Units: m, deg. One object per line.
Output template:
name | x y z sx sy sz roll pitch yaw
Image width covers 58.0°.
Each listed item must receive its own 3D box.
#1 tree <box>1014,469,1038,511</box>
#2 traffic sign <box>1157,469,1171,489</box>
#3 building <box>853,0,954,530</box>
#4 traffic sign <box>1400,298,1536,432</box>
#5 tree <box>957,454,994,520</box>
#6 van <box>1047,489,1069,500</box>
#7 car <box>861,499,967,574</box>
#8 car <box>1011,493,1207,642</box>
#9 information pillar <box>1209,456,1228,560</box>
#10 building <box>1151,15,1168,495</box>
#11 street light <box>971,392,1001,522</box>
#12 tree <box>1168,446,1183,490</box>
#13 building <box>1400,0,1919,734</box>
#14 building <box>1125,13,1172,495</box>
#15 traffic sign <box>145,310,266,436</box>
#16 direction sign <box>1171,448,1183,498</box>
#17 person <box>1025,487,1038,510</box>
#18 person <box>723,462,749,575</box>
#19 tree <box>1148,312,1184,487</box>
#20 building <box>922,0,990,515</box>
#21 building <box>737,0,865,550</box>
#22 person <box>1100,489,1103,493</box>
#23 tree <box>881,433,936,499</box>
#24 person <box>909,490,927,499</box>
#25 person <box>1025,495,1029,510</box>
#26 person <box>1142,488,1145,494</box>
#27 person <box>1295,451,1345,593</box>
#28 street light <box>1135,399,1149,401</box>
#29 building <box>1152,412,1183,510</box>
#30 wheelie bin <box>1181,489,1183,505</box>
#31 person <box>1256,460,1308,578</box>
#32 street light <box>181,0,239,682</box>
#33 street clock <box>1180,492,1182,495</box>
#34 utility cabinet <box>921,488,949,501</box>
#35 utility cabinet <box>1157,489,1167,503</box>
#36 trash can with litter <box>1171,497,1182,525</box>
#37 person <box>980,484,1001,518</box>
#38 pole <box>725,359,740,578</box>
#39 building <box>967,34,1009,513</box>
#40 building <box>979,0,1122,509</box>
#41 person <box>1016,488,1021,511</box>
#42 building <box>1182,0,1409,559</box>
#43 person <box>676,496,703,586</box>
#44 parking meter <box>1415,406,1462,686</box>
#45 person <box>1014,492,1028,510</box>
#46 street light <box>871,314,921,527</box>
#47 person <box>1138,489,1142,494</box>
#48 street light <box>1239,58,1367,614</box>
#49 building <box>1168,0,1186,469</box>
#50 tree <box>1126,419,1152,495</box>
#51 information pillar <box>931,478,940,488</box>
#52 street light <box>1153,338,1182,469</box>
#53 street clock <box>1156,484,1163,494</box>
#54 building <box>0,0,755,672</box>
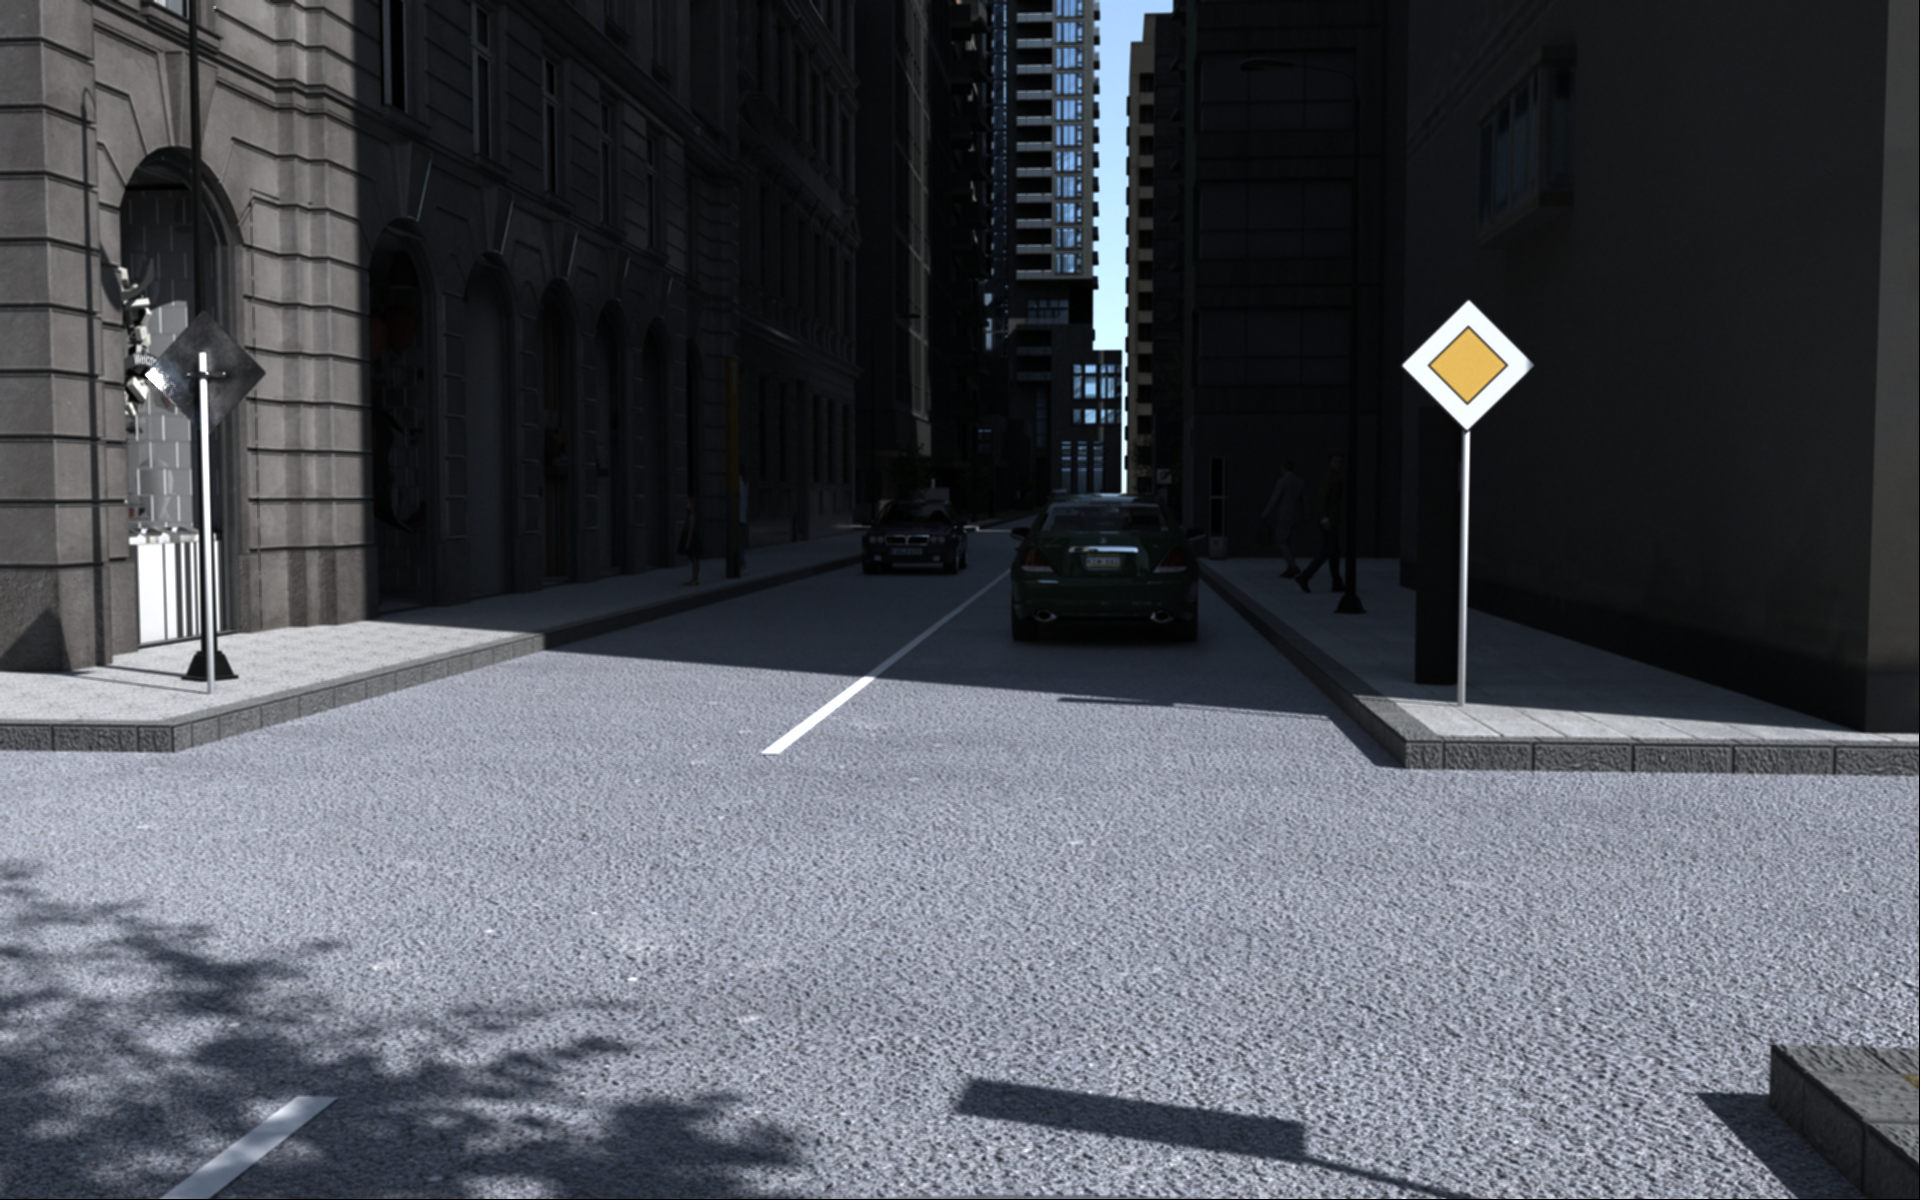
tree | 5.023 -8.483 133.300 1.663 3.219 1.824 0 3 0
traffic sign | 8.306 -4.179 70.461 0.606 2.300 0.079 1 4 11
building | -8.316 -16.865 69.253 14.314 27.812 24.014 0 4 5
traffic sign | 3.045 -0.500 10.371 0.795 2.593 0.064 0 4 5
tree | 0.789 -5.506 84.627 1.663 3.219 1.824 0 3 0
van | 7.742 -7.800 134.548 2.013 2.044 4.112 0 4 4
car | -0.808 -1.206 32.294 1.945 1.354 3.894 0 4 4
car | 1.555 -0.397 18.291 2.131 1.459 4.920 0 4 6
information pillar | 5.032 -1.787 33.715 0.304 2.012 0.304 1 4 23
building | 23.885 -28.621 151.548 14.154 41.232 14.086 0 4 5
street light | 1.183 -6.508 78.951 1.470 5.913 1.316 0 4 5
tree | 8.105 -4.018 60.295 1.663 3.219 1.824 0 3 0
building | 16.233 -24.085 17.496 21.600 48.544 21.300 0 4 5
building | 27.927 -33.942 178.648 21.600 48.544 21.300 0 4 5
traffic sign | -4.818 -0.543 11.070 0.795 2.593 0.064 0 4 5
direction sign | 10.741 -5.688 84.989 0.876 3.537 0.379 -1 4 -20
person | 5.588 -7.957 136.230 1.350 1.814 0.705 -3 5 -40
person | -3.540 -1.304 27.629 0.793 1.790 0.793 -2 4 -25
tree | 8.023 -6.376 54.614 4.737 8.622 4.395 0 3 0
building | -9.833 -27.316 101.247 22.147 44.769 28.867 0 4 5
building | -9.275 -12.874 46.645 11.583 22.565 21.152 0 4 5
person | 10.704 -7.480 130.929 0.705 1.807 1.348 3 5 44
tree | -1.516 -3.682 54.796 1.663 3.219 1.824 0 3 0
person | -1.313 -3.118 57.385 0.716 1.782 0.532 2 4 31
person | 5.473 -8.278 141.383 0.705 1.824 1.348 0 4 4
person | 14.228 -7.859 135.253 0.721 1.736 1.217 -1 4 -10
person | 4.784 -1.015 22.546 0.836 1.842 0.656 -1 4 -9
street light | 9.246 -6.851 84.547 1.470 5.913 1.316 0 4 5
building | 25.994 -49.830 127.399 22.319 86.520 31.000 0 4 5
wheelie bin | 7.811 -3.103 58.650 0.693 1.594 0.980 0 4 4
person | 5.010 -1.251 26.619 0.709 1.813 0.853 -2 4 -35
street light | -4.666 -2.400 11.786 1.470 5.913 1.316 0 4 5
street clock | 10.455 -4.659 80.752 0.471 2.002 0.358 1 4 17
utility cabinet | -0.987 -3.245 61.728 1.173 1.500 0.318 -1 4 -13
utility cabinet | 8.077 -3.707 69.284 0.318 1.500 1.173 0 4 1
trash can with litter | 9.230 -3.663 71.276 1.055 1.170 0.624 2 4 31
person | 1.699 -5.381 93.993 1.348 1.831 0.705 3 4 36
pole | -3.460 -1.986 26.317 0.158 3.312 0.155 0 3 0
building | -6.947 -42.012 125.147 20.563 71.187 20.611 0 4 5
building | 1.366 -53.038 179.844 31.000 86.520 22.319 0 4 5
person | 4.398 -7.433 128.514 0.436 1.711 0.756 2 4 26
building | 12.278 -21.793 39.915 14.154 41.232 14.086 0 4 5
person | -3.766 -0.821 24.138 0.373 1.253 0.362 0 4 -3
parking meter | 3.268 -0.369 11.752 0.255 1.863 0.399 2 4 29
person | 4.914 -8.064 137.899 1.348 1.822 0.705 -2 4 -34
street light | -1.715 -4.417 44.753 1.470 5.913 1.316 0 4 5
person | 15.609 -8.714 149.229 0.721 1.743 1.217 3 5 40
street light | 3.676 -2.816 18.585 1.470 5.913 1.316 0 4 5
building | 23.205 -27.118 98.011 22.147 44.769 28.867 0 4 5
tree | 17.610 -12.977 162.539 4.360 8.622 3.978 0 3 0
information pillar | -1.144 -4.722 81.699 0.304 2.012 0.304 -2 4 -34
street light | 6.452 -4.833 51.567 1.470 5.913 1.316 0 4 5
street clock | 8.650 -4.304 74.947 0.358 2.002 0.471 0 4 4
building | -11.309 -11.130 23.773 13.314 21.916 24.055 0 4 5
